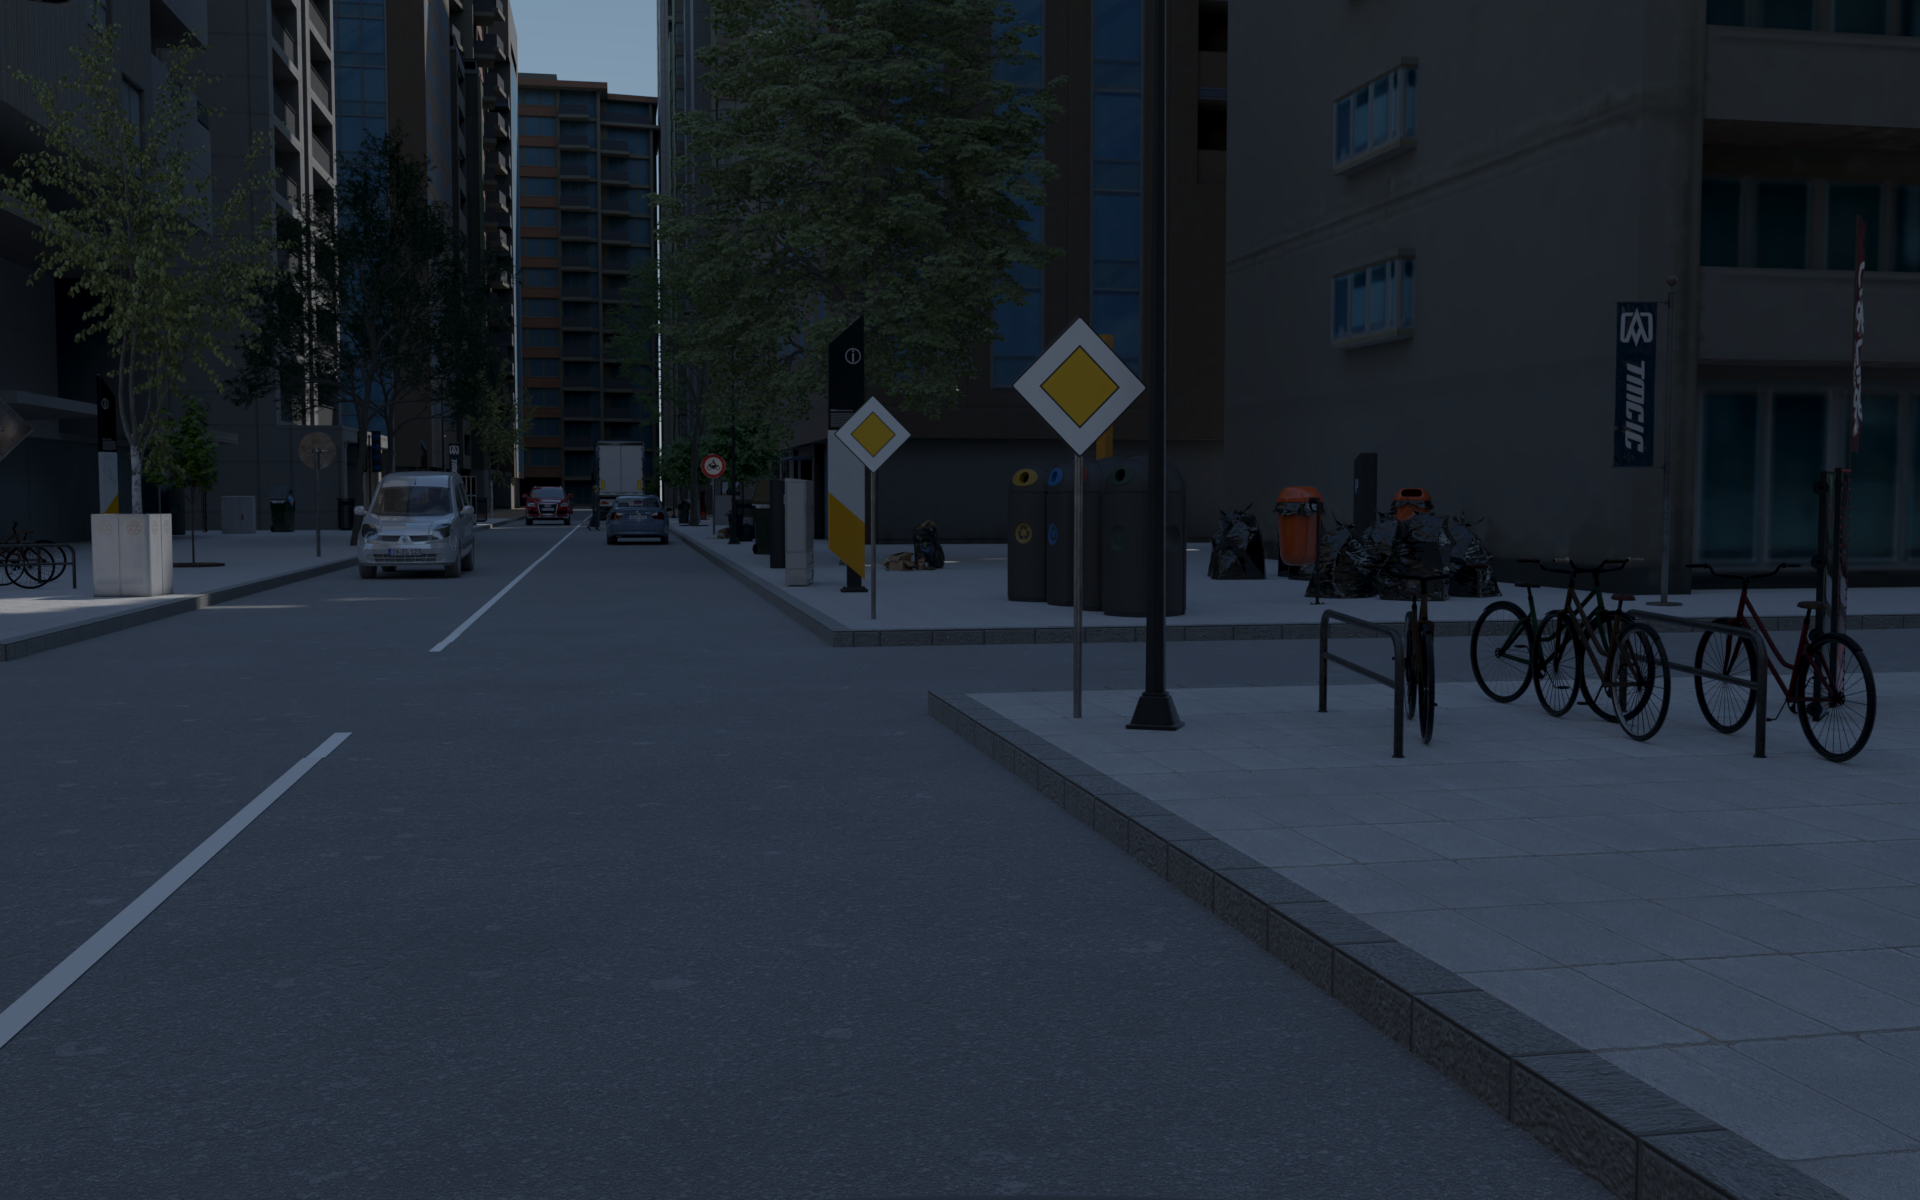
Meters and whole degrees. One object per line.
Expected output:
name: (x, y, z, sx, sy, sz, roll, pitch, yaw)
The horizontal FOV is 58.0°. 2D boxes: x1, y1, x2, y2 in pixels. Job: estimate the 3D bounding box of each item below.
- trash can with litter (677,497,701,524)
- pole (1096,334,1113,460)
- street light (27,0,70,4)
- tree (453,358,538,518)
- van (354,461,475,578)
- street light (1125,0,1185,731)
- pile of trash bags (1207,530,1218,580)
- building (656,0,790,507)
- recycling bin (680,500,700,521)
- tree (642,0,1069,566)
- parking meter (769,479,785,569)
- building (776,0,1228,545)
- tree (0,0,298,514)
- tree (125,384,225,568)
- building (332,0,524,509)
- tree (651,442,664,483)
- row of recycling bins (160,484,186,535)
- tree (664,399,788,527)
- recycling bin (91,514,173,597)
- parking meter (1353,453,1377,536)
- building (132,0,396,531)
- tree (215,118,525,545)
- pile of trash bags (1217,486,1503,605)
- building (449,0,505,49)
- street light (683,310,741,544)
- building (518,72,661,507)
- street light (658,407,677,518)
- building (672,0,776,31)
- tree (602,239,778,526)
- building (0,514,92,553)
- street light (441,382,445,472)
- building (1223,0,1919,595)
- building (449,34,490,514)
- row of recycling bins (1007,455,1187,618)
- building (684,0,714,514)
trash can with litter: (-11.734, -3.894, 75.052, 1.055, 1.170, 0.624, 1, 4, 13)
pole: (1.858, -1.739, 22.274, 0.158, 3.312, 0.155, 0, 3, 0)
street light: (-8.867, -2.655, 15.952, 1.470, 5.913, 1.316, -1, 4, -11)
tree: (-24.725, -8.672, 92.146, 4.737, 8.622, 4.395, 0, 3, 0)
van: (-9.635, -1.456, 30.818, 2.013, 2.044, 4.112, -1, 4, -11)
street light: (0.543, -2.246, 9.260, 1.470, 5.913, 1.316, -1, 4, -11)
pile of trash bags: (5.406, -1.011, 26.279, 3.447, 1.369, 1.912, 1, 4, 18)
building: (-21.976, -45.788, 186.878, 20.611, 71.187, 20.563, -1, 4, -11)
recycling bin: (-12.364, -4.084, 79.329, 0.722, 1.027, 0.722, 1, 4, 9)
tree: (-1.551, -6.888, 30.754, 7.486, 12.596, 7.792, 0, 3, 0)
parking meter: (-3.103, -1.317, 29.939, 0.372, 1.533, 0.369, 0, 3, 0)
building: (2.171, -24.473, 50.237, 14.600, 45.320, 14.200, -1, 4, -11)
tree: (-12.675, -4.689, 27.029, 4.737, 8.622, 4.395, 0, 3, 0)
tree: (-13.605, -2.212, 30.770, 1.663, 3.219, 1.824, 0, 3, 0)
building: (-46.333, -30.719, 152.361, 14.200, 45.320, 14.600, -1, 4, -11)
tree: (-13.324, -6.284, 86.460, 4.285, 4.588, 4.351, 0, 3, 0)
row of recycling bins: (-26.023, -2.859, 53.852, 3.534, 1.692, 1.069, -1, 4, -22)
tree: (-7.472, -4.621, 59.269, 4.285, 4.588, 4.351, 0, 3, 0)
recycling bin: (-10.442, -0.570, 21.866, 0.722, 1.027, 0.722, 0, 4, -2)
parking meter: (5.800, -1.168, 24.814, 0.255, 1.863, 0.399, 0, 4, -1)
building: (-33.962, -38.499, 67.714, 20.563, 71.187, 20.611, -1, 4, -11)
tree: (-14.704, -6.629, 42.795, 7.601, 10.594, 8.767, 0, 4, 5)
pile of trash bags: (5.049, -0.702, 21.228, 3.447, 1.369, 1.912, -3, 5, -42)
building: (-45.563, -29.026, 129.205, 22.147, 44.769, 28.867, -1, 4, -11)
street light: (-6.309, -4.372, 44.021, 1.470, 5.913, 1.316, -1, 4, -11)
building: (-46.243, -32.310, 182.884, 28.867, 44.769, 22.147, -1, 4, -11)
street light: (-15.662, -7.267, 91.349, 1.470, 5.913, 1.316, -1, 4, -11)
building: (-16.554, -28.111, 143.217, 14.154, 41.232, 14.086, -1, 4, -11)
tree: (-10.475, -8.757, 68.927, 9.928, 11.665, 9.643, 0, 3, 0)
building: (-32.401, -27.283, 35.315, 28.713, 52.752, 27.495, -1, 4, -11)
street light: (-18.299, -5.543, 63.176, 1.470, 5.913, 1.316, -1, 4, -11)
building: (16.707, -25.028, 32.916, 21.600, 48.544, 21.300, -1, 4, -11)
building: (-37.452, -20.603, 108.560, 14.160, 30.474, 14.107, -1, 4, -11)
row of recycling bins: (1.519, -0.766, 19.638, 1.069, 1.692, 3.534, -1, 4, -21)
building: (-8.899, -35.516, 122.686, 21.231, 58.520, 28.212, -1, 4, -11)
